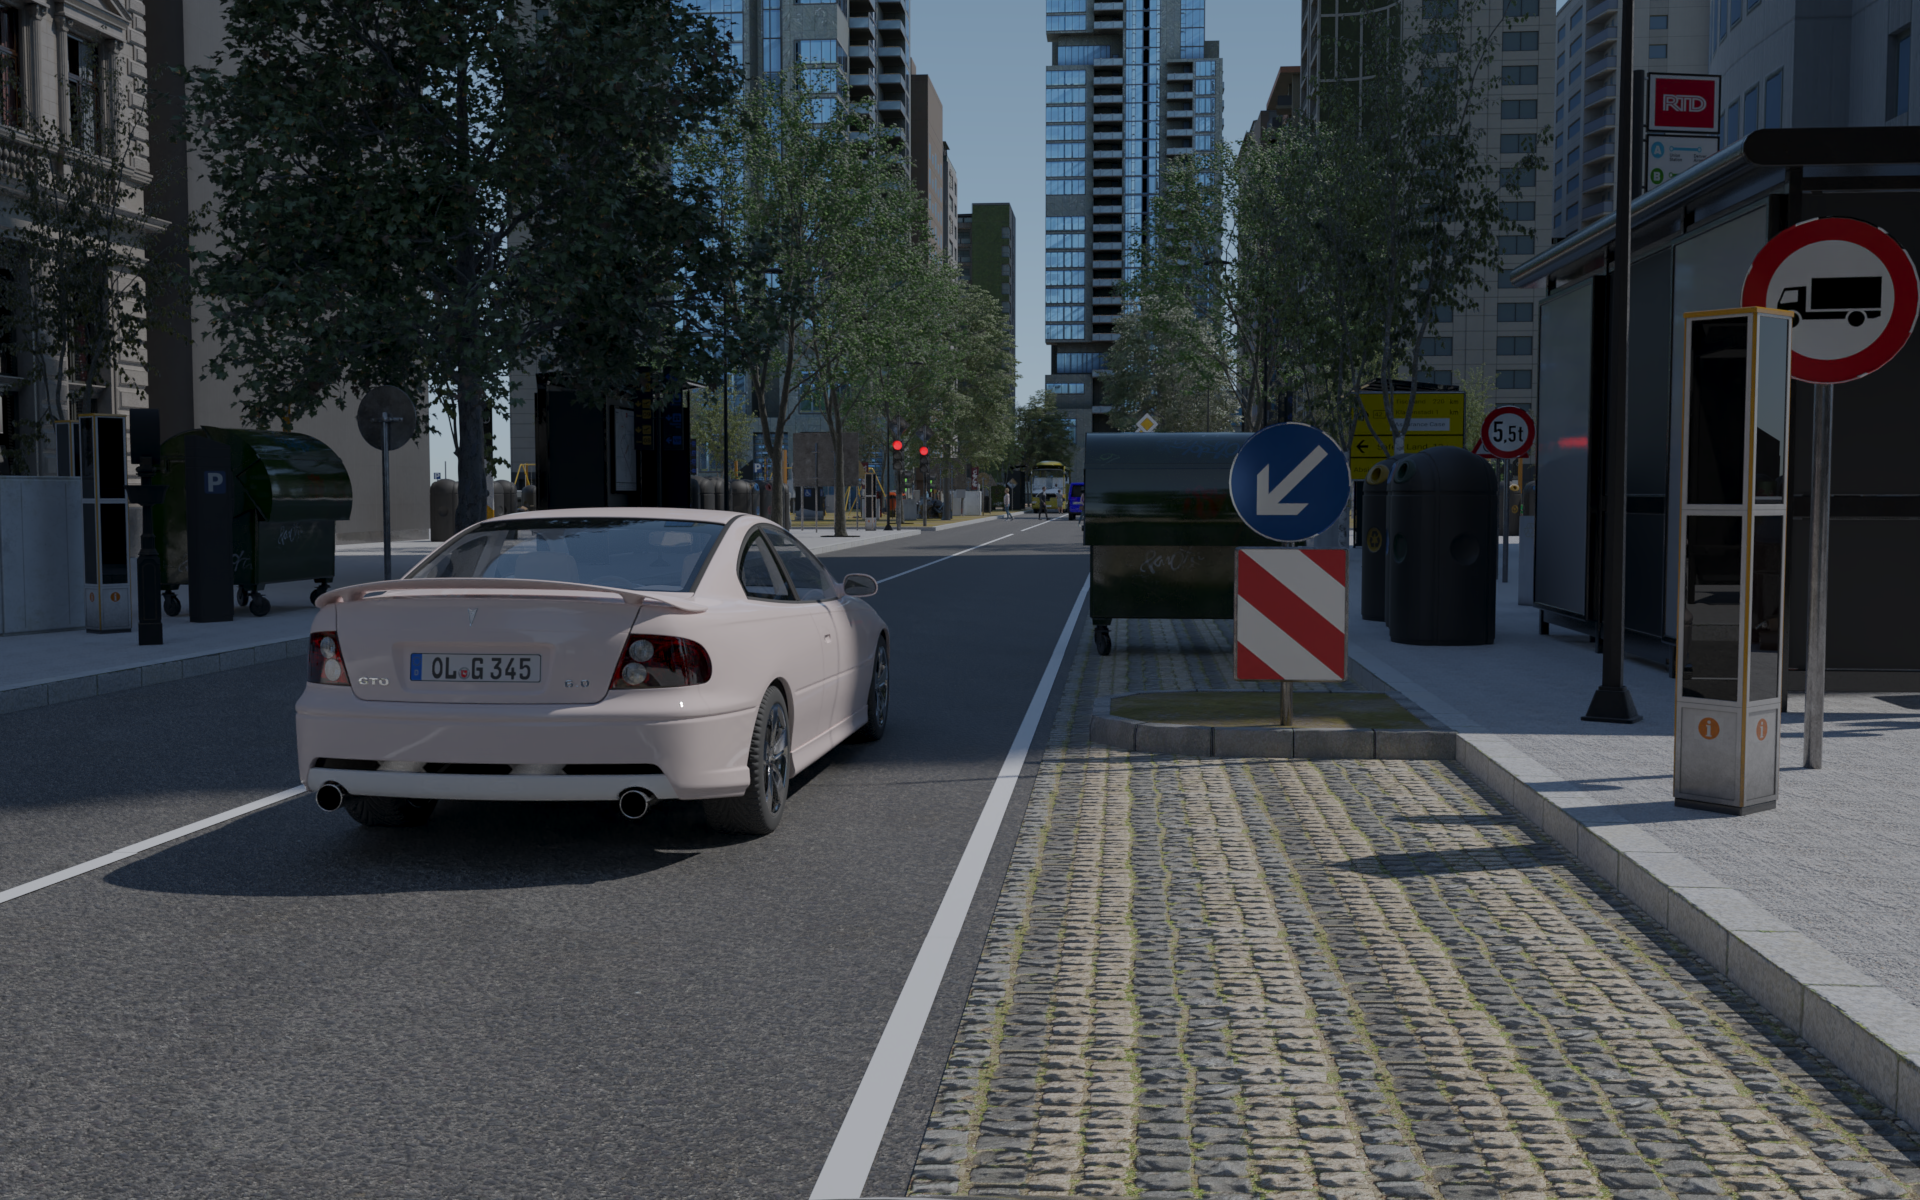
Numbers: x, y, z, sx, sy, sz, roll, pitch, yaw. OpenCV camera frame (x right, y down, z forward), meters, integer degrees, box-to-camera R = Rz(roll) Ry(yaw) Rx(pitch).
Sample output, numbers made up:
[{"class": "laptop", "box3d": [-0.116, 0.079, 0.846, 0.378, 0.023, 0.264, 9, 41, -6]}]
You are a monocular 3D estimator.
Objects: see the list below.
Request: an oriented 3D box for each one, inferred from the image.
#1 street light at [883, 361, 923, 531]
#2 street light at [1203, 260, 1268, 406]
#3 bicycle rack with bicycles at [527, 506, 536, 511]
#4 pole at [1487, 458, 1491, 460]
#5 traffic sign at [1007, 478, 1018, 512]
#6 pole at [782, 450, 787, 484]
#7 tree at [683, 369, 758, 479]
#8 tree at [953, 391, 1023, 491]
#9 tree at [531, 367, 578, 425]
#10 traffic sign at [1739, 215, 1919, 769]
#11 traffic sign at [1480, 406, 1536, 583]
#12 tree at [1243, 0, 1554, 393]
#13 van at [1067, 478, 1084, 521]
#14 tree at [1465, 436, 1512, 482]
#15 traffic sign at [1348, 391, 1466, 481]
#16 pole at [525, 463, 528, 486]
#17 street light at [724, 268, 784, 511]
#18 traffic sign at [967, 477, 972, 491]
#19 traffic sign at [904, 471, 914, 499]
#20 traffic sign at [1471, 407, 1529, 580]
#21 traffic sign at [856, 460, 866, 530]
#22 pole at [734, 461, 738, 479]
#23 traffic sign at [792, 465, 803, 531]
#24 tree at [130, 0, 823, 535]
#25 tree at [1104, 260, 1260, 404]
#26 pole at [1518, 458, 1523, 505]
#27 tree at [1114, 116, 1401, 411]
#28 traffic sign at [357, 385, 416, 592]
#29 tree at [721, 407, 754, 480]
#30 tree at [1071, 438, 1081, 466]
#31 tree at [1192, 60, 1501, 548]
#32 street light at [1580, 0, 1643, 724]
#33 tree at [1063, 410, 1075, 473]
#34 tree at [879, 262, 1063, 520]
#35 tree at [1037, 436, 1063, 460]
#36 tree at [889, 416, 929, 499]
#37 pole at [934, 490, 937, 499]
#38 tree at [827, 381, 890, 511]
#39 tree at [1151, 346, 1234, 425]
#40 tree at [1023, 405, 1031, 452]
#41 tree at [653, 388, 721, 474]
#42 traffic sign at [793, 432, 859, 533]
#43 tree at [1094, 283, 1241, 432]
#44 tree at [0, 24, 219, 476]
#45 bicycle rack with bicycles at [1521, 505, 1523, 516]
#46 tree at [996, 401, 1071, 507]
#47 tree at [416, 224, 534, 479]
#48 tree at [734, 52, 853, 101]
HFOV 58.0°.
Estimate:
[{"class": "street light", "box3d": [-1.979, -5.385, 60.586, 1.470, 5.913, 1.316, 0, 4, 5]}, {"class": "street light", "box3d": [5.509, -3.782, 34.377, 1.470, 5.913, 1.316, 0, 4, 5]}, {"class": "bicycle rack with bicycles", "box3d": [-13.551, -2.465, 53.689, 2.852, 0.926, 2.925, 0, 4, -3]}, {"class": "pole", "box3d": [27.369, -5.865, 89.732, 0.158, 3.312, 0.155, 0, 3, 0]}, {"class": "traffic sign", "box3d": [3.791, -7.589, 125.270, 0.795, 2.450, 0.064, 1, 4, 11]}, {"class": "pole", "box3d": [-8.103, -5.272, 80.039, 0.158, 3.312, 0.155, 0, 3, 0]}, {"class": "tree", "box3d": [-12.754, -8.672, 92.145, 4.737, 8.622, 4.395, 0, 3, 0]}, {"class": "tree", "box3d": [1.453, -9.960, 113.216, 4.737, 8.622, 4.395, 0, 3, 0]}, {"class": "tree", "box3d": [-21.042, -8.837, 94.842, 4.360, 8.622, 3.978, 0, 3, 0]}, {"class": "traffic sign", "box3d": [3.994, -0.485, 8.037, 0.768, 2.556, 0.104, 1, 4, 12]}, {"class": "traffic sign", "box3d": [7.907, -1.526, 25.048, 0.768, 2.556, 0.104, 1, 4, 12]}, {"class": "tree", "box3d": [5.645, -4.405, 22.391, 4.360, 8.622, 3.978, 0, 3, 0]}, {"class": "van", "box3d": [6.989, -5.570, 95.448, 2.240, 2.365, 5.245, 0, 4, 6]}, {"class": "tree", "box3d": [16.522, -3.719, 55.415, 1.663, 3.219, 1.824, 0, 3, 0]}, {"class": "traffic sign", "box3d": [8.844, -2.475, 34.345, 2.265, 3.308, 0.079, 0, 4, 6]}, {"class": "pole", "box3d": [-28.612, -7.373, 114.398, 0.158, 3.312, 0.155, 0, 3, 0]}, {"class": "street light", "box3d": [-4.310, -3.867, 35.768, 1.470, 5.913, 1.316, 0, 4, 5]}, {"class": "traffic sign", "box3d": [0.638, -8.121, 132.885, 0.768, 2.556, 0.104, 1, 4, 11]}, {"class": "traffic sign", "box3d": [-2.852, -5.726, 93.733, 0.768, 2.556, 0.104, 1, 4, 11]}, {"class": "traffic sign", "box3d": [8.049, -1.586, 25.939, 0.884, 2.594, 0.081, 0, 4, 8]}, {"class": "traffic sign", "box3d": [-3.623, -3.736, 61.080, 0.884, 2.594, 0.081, 0, 4, 6]}, {"class": "pole", "box3d": [-13.796, -6.906, 106.763, 0.158, 3.312, 0.155, 0, 3, 0]}, {"class": "traffic sign", "box3d": [-5.531, -3.705, 60.677, 0.768, 2.556, 0.104, 1, 4, 15]}, {"class": "tree", "box3d": [-7.141, -6.614, 25.145, 9.611, 12.733, 9.660, 0, 3, 0]}, {"class": "tree", "box3d": [17.486, -17.194, 137.017, 12.611, 20.169, 13.585, 0, 3, 0]}, {"class": "pole", "box3d": [28.106, -5.693, 86.931, 0.158, 3.312, 0.155, 0, 3, 0]}, {"class": "tree", "box3d": [8.134, -7.463, 47.777, 9.928, 11.665, 9.643, 0, 3, 0]}, {"class": "traffic sign", "box3d": [-6.731, -1.236, 20.316, 0.768, 2.556, 0.104, 1, 4, 13]}, {"class": "tree", "box3d": [-18.333, -11.517, 138.670, 4.360, 8.622, 3.978, 0, 3, 0]}, {"class": "tree", "box3d": [10.304, -16.663, 206.859, 8.767, 10.594, 7.601, 0, 4, 6]}, {"class": "tree", "box3d": [6.524, -4.860, 29.827, 4.737, 8.622, 4.395, 0, 3, 0]}, {"class": "street light", "box3d": [3.164, -2.274, 9.714, 1.470, 5.913, 1.316, 0, 4, 5]}, {"class": "tree", "box3d": [8.726, -16.455, 187.158, 7.486, 12.596, 7.792, 0, 3, 0]}, {"class": "tree", "box3d": [-0.477, -10.218, 85.189, 7.486, 12.596, 7.792, 0, 3, 0]}, {"class": "tree", "box3d": [10.228, -15.270, 200.020, 4.360, 8.622, 3.978, 0, 3, 0]}, {"class": "tree", "box3d": [-3.959, -11.622, 140.388, 4.737, 8.622, 4.395, 0, 3, 0]}, {"class": "pole", "box3d": [-1.592, -7.236, 112.146, 0.158, 3.312, 0.155, 0, 3, 0]}, {"class": "tree", "box3d": [-6.274, -9.836, 111.186, 4.360, 8.622, 3.978, 0, 3, 0]}, {"class": "tree", "box3d": [11.463, -8.273, 85.622, 4.360, 8.622, 3.978, 0, 3, 0]}, {"class": "tree", "box3d": [3.406, -11.134, 132.399, 4.737, 8.622, 4.395, 0, 3, 0]}, {"class": "tree", "box3d": [-17.202, -9.582, 107.033, 4.360, 8.622, 3.978, 0, 3, 0]}, {"class": "traffic sign", "box3d": [-4.456, -3.886, 57.410, 2.265, 3.308, 0.079, 1, 4, 13]}, {"class": "tree", "box3d": [12.806, -12.087, 104.274, 9.857, 13.997, 8.962, 0, 3, 0]}, {"class": "tree", "box3d": [-14.184, -4.741, 27.883, 4.360, 8.622, 3.978, 0, 3, 0]}, {"class": "bicycle rack with bicycles", "box3d": [18.377, -2.774, 58.736, 2.852, 0.926, 2.925, 3, 5, 39]}, {"class": "tree", "box3d": [6.594, -14.663, 174.160, 7.601, 10.594, 8.767, 1, 4, 11]}, {"class": "tree", "box3d": [-10.305, -5.188, 35.184, 4.737, 8.622, 4.395, 0, 3, 0]}, {"class": "tree", "box3d": [-4.600, -7.122, 42.198, 9.928, 11.665, 9.643, 0, 3, 0]}]
